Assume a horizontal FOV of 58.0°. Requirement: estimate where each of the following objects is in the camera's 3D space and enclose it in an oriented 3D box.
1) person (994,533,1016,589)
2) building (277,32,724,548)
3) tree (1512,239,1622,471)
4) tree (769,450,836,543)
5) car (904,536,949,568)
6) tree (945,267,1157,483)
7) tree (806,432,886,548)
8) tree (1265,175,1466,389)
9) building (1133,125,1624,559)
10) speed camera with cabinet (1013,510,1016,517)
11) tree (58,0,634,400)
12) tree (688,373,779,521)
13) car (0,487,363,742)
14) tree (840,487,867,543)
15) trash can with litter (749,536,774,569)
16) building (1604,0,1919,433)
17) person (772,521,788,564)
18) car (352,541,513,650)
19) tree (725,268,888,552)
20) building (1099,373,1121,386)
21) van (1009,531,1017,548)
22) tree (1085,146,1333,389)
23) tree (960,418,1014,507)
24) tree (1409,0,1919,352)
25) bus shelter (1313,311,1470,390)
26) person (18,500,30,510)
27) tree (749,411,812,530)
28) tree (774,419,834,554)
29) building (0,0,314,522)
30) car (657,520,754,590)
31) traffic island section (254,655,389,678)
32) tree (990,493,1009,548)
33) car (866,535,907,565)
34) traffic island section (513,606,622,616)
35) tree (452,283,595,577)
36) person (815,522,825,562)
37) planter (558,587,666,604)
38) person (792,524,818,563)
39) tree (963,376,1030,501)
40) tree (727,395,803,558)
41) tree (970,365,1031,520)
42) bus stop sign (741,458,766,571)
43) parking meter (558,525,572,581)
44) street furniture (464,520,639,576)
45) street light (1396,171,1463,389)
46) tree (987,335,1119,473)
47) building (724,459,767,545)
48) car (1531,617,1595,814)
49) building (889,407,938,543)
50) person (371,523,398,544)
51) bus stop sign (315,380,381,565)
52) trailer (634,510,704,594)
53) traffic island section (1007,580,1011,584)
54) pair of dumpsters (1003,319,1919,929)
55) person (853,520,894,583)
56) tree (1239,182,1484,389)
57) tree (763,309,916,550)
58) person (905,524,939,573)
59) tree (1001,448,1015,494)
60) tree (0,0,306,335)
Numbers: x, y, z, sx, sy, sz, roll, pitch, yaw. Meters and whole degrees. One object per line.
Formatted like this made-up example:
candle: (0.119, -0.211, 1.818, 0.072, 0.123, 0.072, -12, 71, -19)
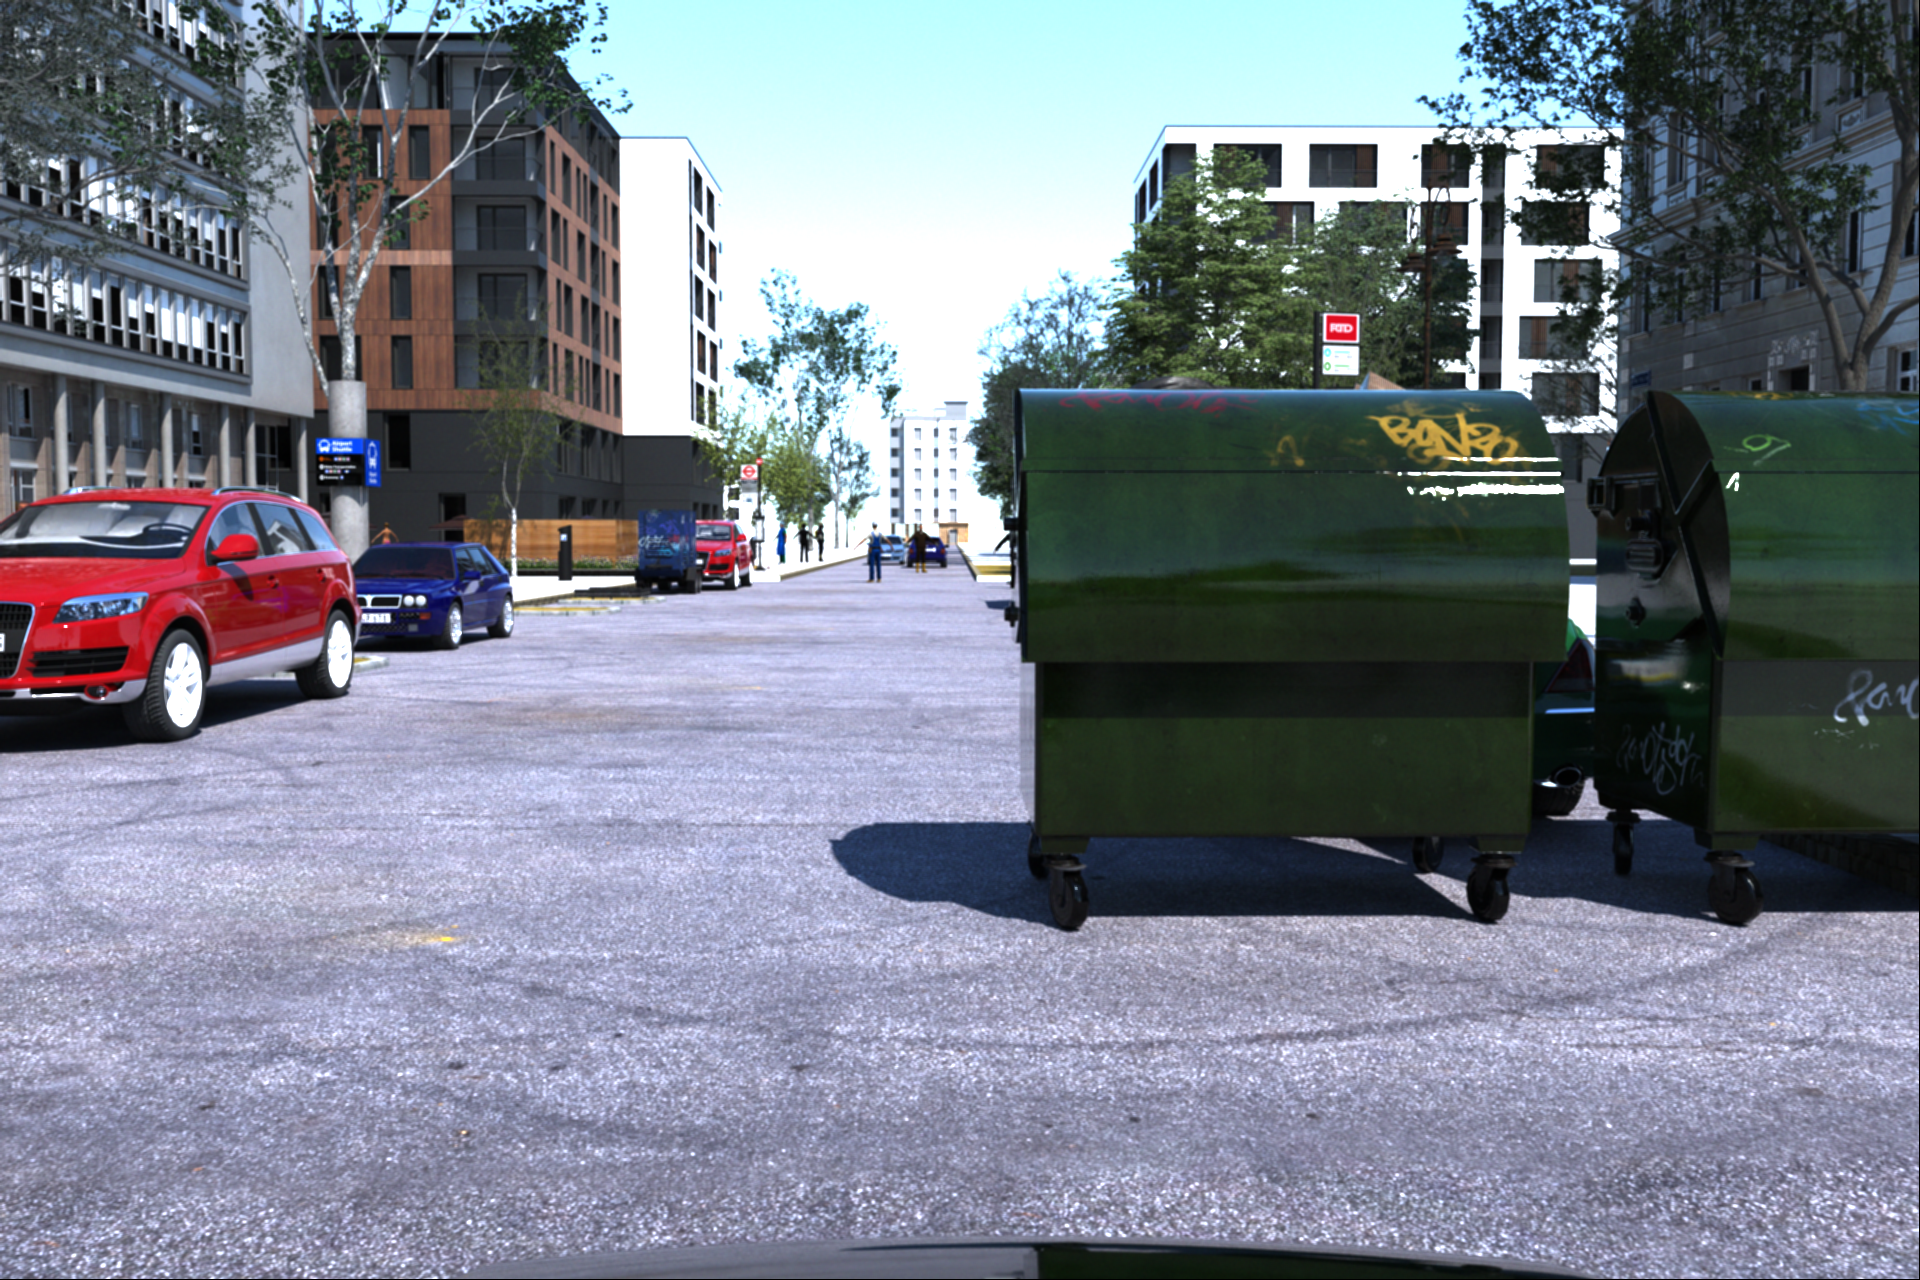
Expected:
person: (1.522, -2.272, 45.537, 1.347, 1.837, 0.705, 1, 4, 15)
building: (-27.919, -14.872, 87.137, 27.936, 21.610, 32.646, 0, 4, -1)
tree: (27.028, -9.690, 68.809, 12.009, 13.543, 11.850, 0, 3, 0)
tree: (-22.986, -21.039, 250.646, 9.857, 13.997, 8.962, 0, 3, 0)
car: (-1.433, -3.805, 74.788, 1.945, 1.354, 3.894, 0, 4, -1)
tree: (4.861, -10.307, 78.882, 12.009, 13.543, 11.850, 0, 3, 0)
tree: (-10.551, -13.734, 158.964, 8.767, 10.594, 7.601, 1, 4, 19)
tree: (7.838, -5.271, 36.542, 4.360, 8.622, 3.978, 0, 3, 0)
building: (23.975, -15.864, 103.359, 27.936, 21.610, 32.646, 0, 4, -1)
speed camera with cabinet: (2.334, -4.298, 64.603, 0.660, 3.252, 2.038, 0, 4, 0)
tree: (-13.685, -11.219, 39.314, 12.611, 20.169, 13.585, 0, 3, 0)
tree: (-10.560, -7.948, 80.306, 4.737, 8.622, 4.395, 0, 3, 0)
car: (-6.400, -0.303, 13.624, 2.281, 1.827, 5.304, 0, 4, -1)
tree: (-15.379, -18.305, 249.641, 4.737, 8.622, 4.395, 0, 3, 0)
trash can with litter: (-7.487, -3.227, 63.813, 1.678, 1.210, 2.233, 0, 4, -1)
building: (27.510, -15.154, 45.030, 12.463, 27.353, 25.104, 0, 4, -1)
person: (-7.583, -4.116, 73.420, 0.704, 1.817, 1.347, -2, 4, -31)
car: (-7.092, -0.615, 22.635, 1.945, 1.354, 3.894, 0, 3, 0)
tree: (-12.340, -16.521, 126.000, 12.611, 20.169, 13.585, 0, 3, 0)
building: (23.120, -20.289, 198.188, 16.747, 18.905, 31.486, 0, 4, -1)
van: (2.152, -1.838, 34.435, 2.240, 2.365, 5.245, 0, 4, -1)
tree: (7.450, -8.170, 51.708, 7.486, 12.596, 7.792, 0, 3, 0)
tree: (5.036, -14.479, 147.105, 12.009, 13.543, 11.850, 0, 3, 0)
tree: (8.581, -5.025, 16.577, 8.767, 10.594, 7.601, 0, 4, -6)
bus shelter: (6.198, -3.137, 28.929, 2.179, 5.291, 8.768, 0, 4, 0)
person: (-15.426, -1.384, 28.542, 0.709, 1.838, 0.599, -1, 4, -16)
tree: (-10.569, -9.342, 103.105, 4.737, 8.622, 4.395, 0, 3, 0)
tree: (-10.355, -9.869, 111.725, 4.737, 8.622, 4.395, 0, 3, 0)
building: (-32.782, -14.365, 42.467, 19.016, 26.051, 41.698, 0, 3, 0)
car: (-6.692, -2.270, 45.786, 2.281, 1.827, 5.304, 0, 3, 0)
traffic island section: (-7.179, 0.280, 18.286, 1.991, 0.108, 1.994, 0, 4, 0)
tree: (4.098, -12.574, 155.939, 4.360, 8.622, 3.978, 0, 3, 0)
car: (-3.450, -4.285, 82.065, 2.014, 1.417, 4.499, 0, 4, -1)
traffic island section: (-7.198, -0.514, 31.275, 1.991, 0.108, 1.994, 0, 4, 0)
tree: (-13.463, -6.181, 51.418, 4.360, 8.622, 3.978, 0, 3, 0)
person: (-6.422, -4.560, 80.343, 0.705, 1.856, 1.354, 0, 4, -2)
planter: (-7.231, -0.928, 36.313, 1.991, 0.319, 1.994, 0, 4, -1)
person: (-6.906, -4.299, 77.003, 1.216, 1.740, 0.721, 1, 4, 11)
tree: (4.624, -10.101, 99.565, 8.767, 10.594, 7.601, -1, 4, -20)
tree: (-10.709, -8.723, 92.977, 4.737, 8.622, 4.395, 0, 3, 0)
tree: (5.235, -13.436, 126.335, 9.857, 13.997, 8.962, 0, 3, 0)
bus stop sign: (-7.248, -4.408, 60.768, 0.855, 3.939, 0.416, 0, 4, 1)
parking meter: (-10.822, -2.388, 47.462, 0.372, 1.533, 0.369, 0, 3, 0)
street furniture: (-11.892, -2.909, 54.421, 11.010, 1.723, 9.812, 0, 4, 0)
street light: (6.074, -3.045, 22.570, 0.468, 5.910, 1.993, 0, 4, 0)
tree: (5.014, -10.050, 90.068, 9.928, 11.665, 9.643, 0, 3, 0)
building: (-27.643, -16.260, 208.000, 9.099, 9.664, 28.070, 0, 3, 0)
car: (2.239, 0.092, 10.293, 2.131, 1.459, 4.920, 0, 4, 0)
building: (-9.905, -23.885, 249.394, 11.380, 20.090, 16.016, 0, 4, 4)
person: (-23.027, -3.829, 69.410, 0.721, 1.733, 1.217, 3, 4, 38)
bus stop sign: (-10.586, -2.508, 30.023, 0.837, 3.901, 0.837, 0, 4, 0)
trailer: (-7.014, -2.080, 41.064, 1.471, 1.999, 3.904, 0, 4, 0)
traffic island section: (2.355, -1.655, 49.928, 1.991, 0.108, 1.994, 0, 4, 0)
pair of dumpsters: (2.386, -0.112, 6.790, 4.436, 2.255, 1.574, 0, 4, -1)
person: (-2.530, -2.629, 51.305, 1.347, 1.847, 0.705, -2, 4, -28)
tree: (14.401, -9.612, 63.815, 9.857, 13.997, 8.962, 0, 3, 0)
tree: (-9.938, -17.631, 144.161, 12.611, 20.169, 13.585, 0, 3, 0)
person: (-1.450, -3.421, 64.533, 1.346, 1.812, 0.704, -1, 4, -21)
tree: (4.407, -9.666, 108.393, 4.737, 8.622, 4.395, 0, 3, 0)
tree: (-12.845, -6.605, 18.363, 12.009, 13.543, 11.850, 0, 3, 0)
